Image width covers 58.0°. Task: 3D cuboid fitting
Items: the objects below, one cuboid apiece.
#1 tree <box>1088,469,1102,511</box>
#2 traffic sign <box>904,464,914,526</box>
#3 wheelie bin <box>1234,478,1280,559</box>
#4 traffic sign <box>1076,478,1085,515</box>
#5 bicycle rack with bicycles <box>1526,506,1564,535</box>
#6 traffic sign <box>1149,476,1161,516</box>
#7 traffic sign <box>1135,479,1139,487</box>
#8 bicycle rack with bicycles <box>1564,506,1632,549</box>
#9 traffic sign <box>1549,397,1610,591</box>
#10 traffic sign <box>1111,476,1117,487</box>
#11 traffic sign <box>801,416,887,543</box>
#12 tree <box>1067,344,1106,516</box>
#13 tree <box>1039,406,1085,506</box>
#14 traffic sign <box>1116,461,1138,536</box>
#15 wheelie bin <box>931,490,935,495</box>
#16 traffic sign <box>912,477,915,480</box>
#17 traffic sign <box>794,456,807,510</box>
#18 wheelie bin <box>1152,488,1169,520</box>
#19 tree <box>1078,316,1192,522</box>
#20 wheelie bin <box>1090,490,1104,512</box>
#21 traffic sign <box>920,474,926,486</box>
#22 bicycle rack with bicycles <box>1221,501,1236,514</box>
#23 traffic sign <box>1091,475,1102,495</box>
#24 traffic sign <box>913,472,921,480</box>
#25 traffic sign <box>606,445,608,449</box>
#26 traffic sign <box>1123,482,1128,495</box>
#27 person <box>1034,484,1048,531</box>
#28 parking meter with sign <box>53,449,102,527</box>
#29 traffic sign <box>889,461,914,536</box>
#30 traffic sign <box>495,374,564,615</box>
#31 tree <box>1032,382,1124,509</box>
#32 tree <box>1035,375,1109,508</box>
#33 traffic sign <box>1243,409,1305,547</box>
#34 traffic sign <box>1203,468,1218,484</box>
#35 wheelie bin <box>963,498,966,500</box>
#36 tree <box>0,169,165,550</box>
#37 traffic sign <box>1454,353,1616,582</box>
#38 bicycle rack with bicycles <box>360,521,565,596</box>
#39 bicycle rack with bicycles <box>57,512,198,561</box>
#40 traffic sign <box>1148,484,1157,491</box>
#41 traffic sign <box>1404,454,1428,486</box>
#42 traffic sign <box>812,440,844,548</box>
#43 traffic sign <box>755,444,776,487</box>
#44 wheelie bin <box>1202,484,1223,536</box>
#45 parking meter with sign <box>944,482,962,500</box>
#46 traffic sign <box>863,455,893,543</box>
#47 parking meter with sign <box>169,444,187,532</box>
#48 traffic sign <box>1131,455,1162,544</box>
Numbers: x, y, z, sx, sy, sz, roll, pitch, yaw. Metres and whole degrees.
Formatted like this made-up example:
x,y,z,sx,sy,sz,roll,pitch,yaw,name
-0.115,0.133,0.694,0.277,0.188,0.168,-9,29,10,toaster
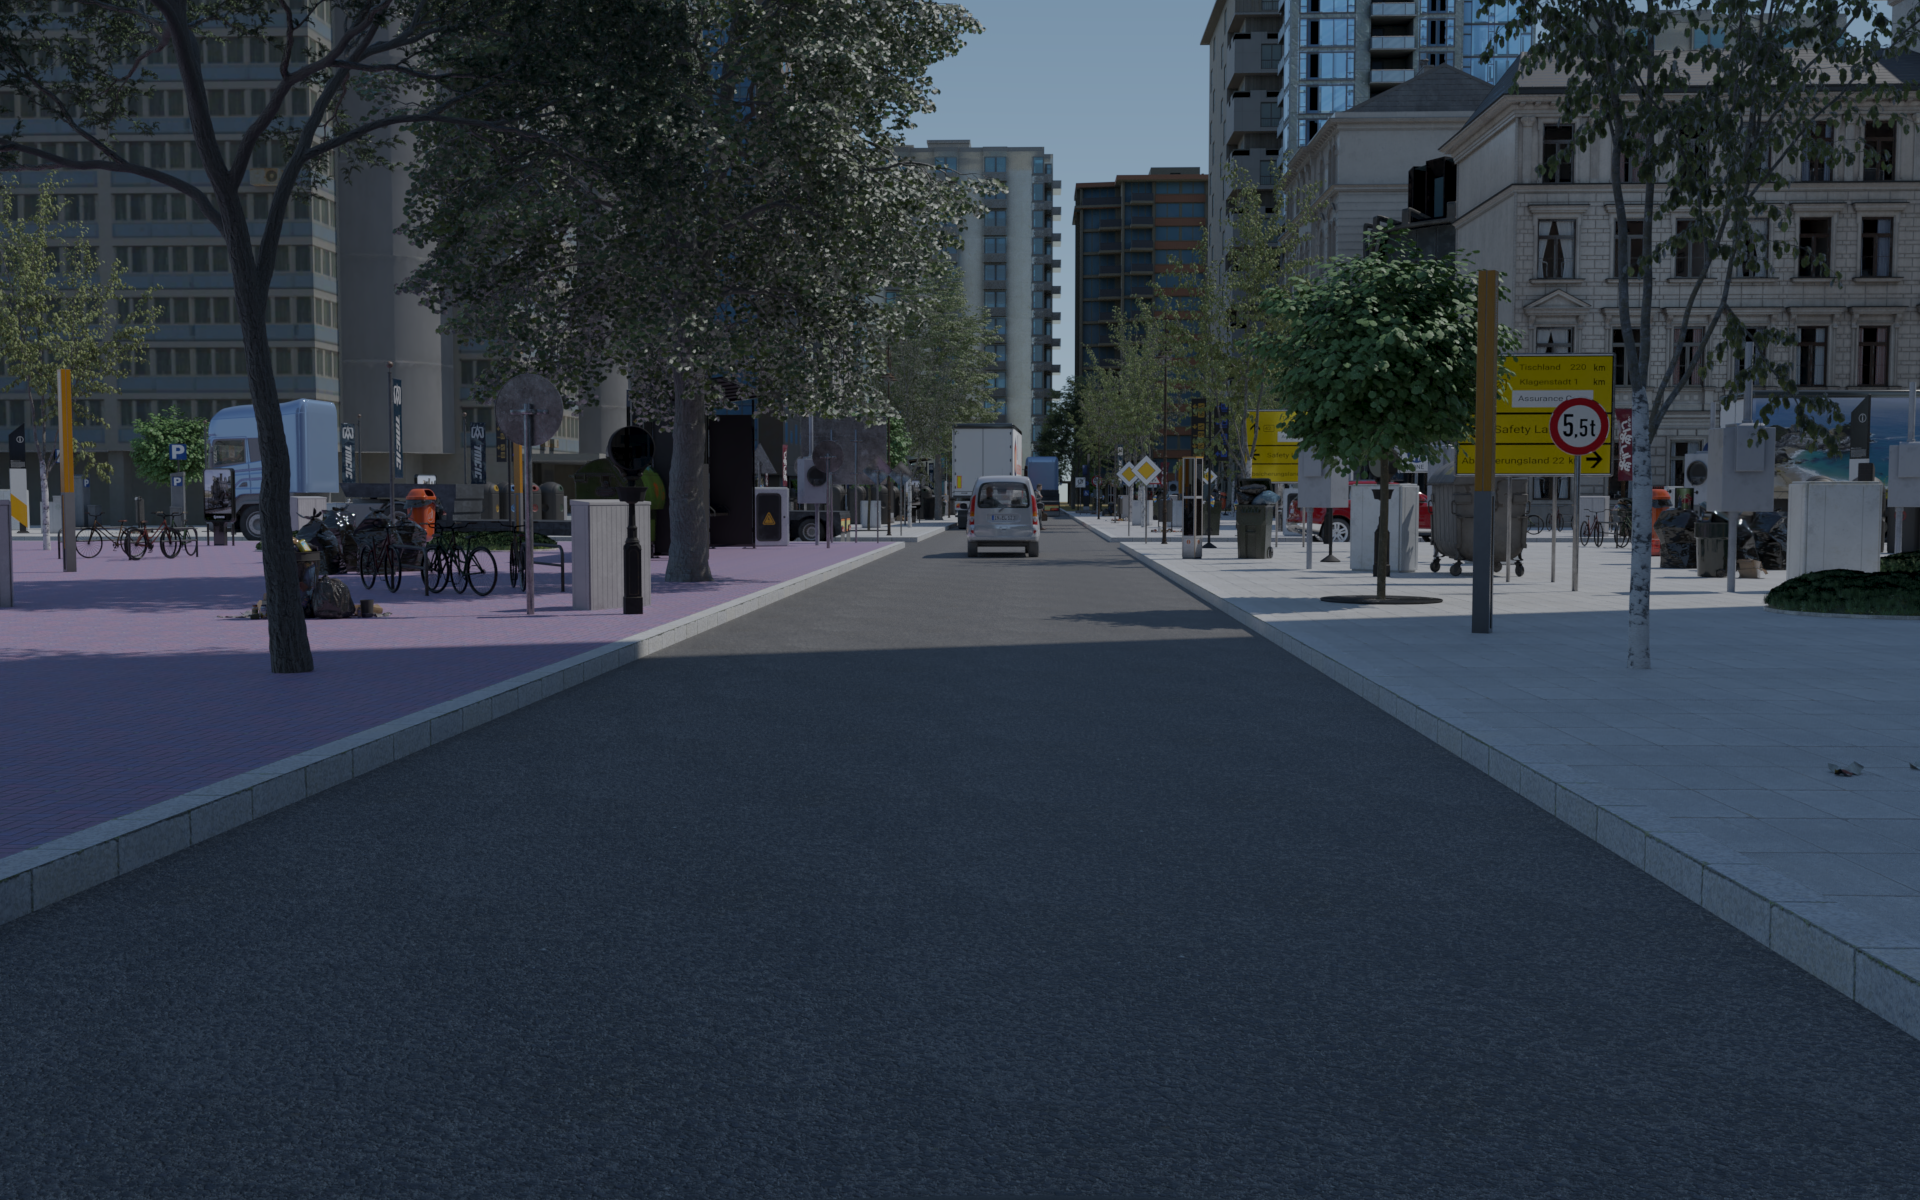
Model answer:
x,y,z,sx,sy,sz,roll,pitch,yaw,name
10.116,-8.402,131.971,1.663,3.219,1.824,0,3,0,tree
-2.241,-4.311,70.598,0.768,2.556,0.104,0,4,4,traffic sign
5.873,-1.620,34.393,0.980,1.594,0.693,2,4,25,wheelie bin
7.435,-6.414,107.001,0.606,2.300,0.079,0,4,3,traffic sign
17.396,-2.578,55.527,2.852,0.926,2.925,-3,5,-43,bicycle rack with bicycles
10.419,-5.710,93.369,0.884,2.594,0.081,0,4,4,traffic sign
12.444,-7.227,119.346,0.795,2.450,0.064,1,4,9,traffic sign
16.272,-1.710,41.335,2.852,0.926,2.925,0,4,8,bicycle rack with bicycles
8.109,-1.386,22.764,0.768,2.556,0.104,0,4,7,traffic sign
10.860,-7.416,121.349,0.768,2.556,0.104,1,4,10,traffic sign
-3.054,-3.157,45.483,2.265,3.308,0.079,0,4,4,traffic sign
6.810,-7.088,66.248,4.737,8.622,4.395,0,3,0,tree
11.994,-15.844,184.807,9.928,11.665,9.643,0,3,0,tree
5.137,-2.998,52.660,0.795,2.450,0.064,0,4,2,traffic sign
-2.035,-6.849,119.890,0.693,1.594,0.980,-1,4,-12,wheelie bin
-2.681,-5.515,90.175,0.884,2.594,0.081,0,4,7,traffic sign
-5.024,-3.433,56.232,0.768,2.556,0.104,0,4,7,traffic sign
9.896,-4.730,85.238,0.693,1.594,0.980,2,4,35,wheelie bin
7.593,-7.474,72.562,4.360,8.622,3.978,0,3,0,tree
9.683,-7.007,122.471,0.980,1.594,0.693,-1,4,-9,wheelie bin
-2.467,-6.645,108.759,0.768,2.556,0.104,0,4,5,traffic sign
17.900,-5.789,108.031,2.852,0.926,2.925,-1,4,-19,bicycle rack with bicycles
9.352,-7.222,118.182,0.768,2.556,0.104,1,4,10,traffic sign
-2.584,-6.050,99.023,0.768,2.556,0.104,1,4,12,traffic sign
-7.373,-2.305,37.796,0.768,2.556,0.104,1,4,11,traffic sign
9.248,-5.867,96.025,0.768,2.556,0.104,1,4,9,traffic sign
3.022,-3.640,67.986,0.822,1.834,0.622,0,4,5,person
-33.991,-4.316,66.819,1.738,3.016,0.543,1,4,13,parking meter with sign
-1.800,-3.017,52.971,0.795,2.450,0.064,0,4,2,traffic sign
-4.575,-1.117,18.372,0.768,2.556,0.104,1,4,9,traffic sign
9.654,-12.834,144.249,8.767,10.594,7.601,-2,4,-34,tree
11.104,-15.080,164.680,7.486,12.596,7.792,0,3,0,tree
7.951,-2.921,41.626,2.265,3.308,0.079,0,4,6,traffic sign
10.739,-4.510,74.922,0.795,2.450,0.064,1,4,11,traffic sign
0.468,-7.145,124.736,0.693,1.594,0.980,0,4,5,wheelie bin
-20.623,-5.435,39.222,4.737,8.622,4.395,0,3,0,tree
8.296,-1.909,25.079,2.265,3.308,0.079,0,4,3,traffic sign
-6.453,-0.575,22.787,2.852,0.926,2.925,-2,4,-30,bicycle rack with bicycles
-16.459,-1.308,34.768,2.852,0.926,2.925,1,4,20,bicycle rack with bicycles
12.217,-6.604,110.112,0.606,2.300,0.079,1,4,9,traffic sign
8.817,-1.919,33.502,0.606,2.300,0.079,1,4,11,traffic sign
-3.116,-2.494,40.880,0.768,2.556,0.104,0,4,5,traffic sign
-5.162,-2.729,44.615,0.884,2.594,0.081,1,4,9,traffic sign
7.725,-2.805,53.769,0.693,1.594,0.980,-2,4,-24,wheelie bin
-0.681,-7.017,110.989,1.738,3.016,0.543,1,4,13,parking meter with sign
-2.135,-2.529,44.993,0.795,2.450,0.064,0,4,2,traffic sign
-26.890,-3.868,59.505,0.543,3.016,1.738,-1,4,-21,parking meter with sign
4.802,-2.510,44.682,0.795,2.450,0.064,0,4,2,traffic sign
